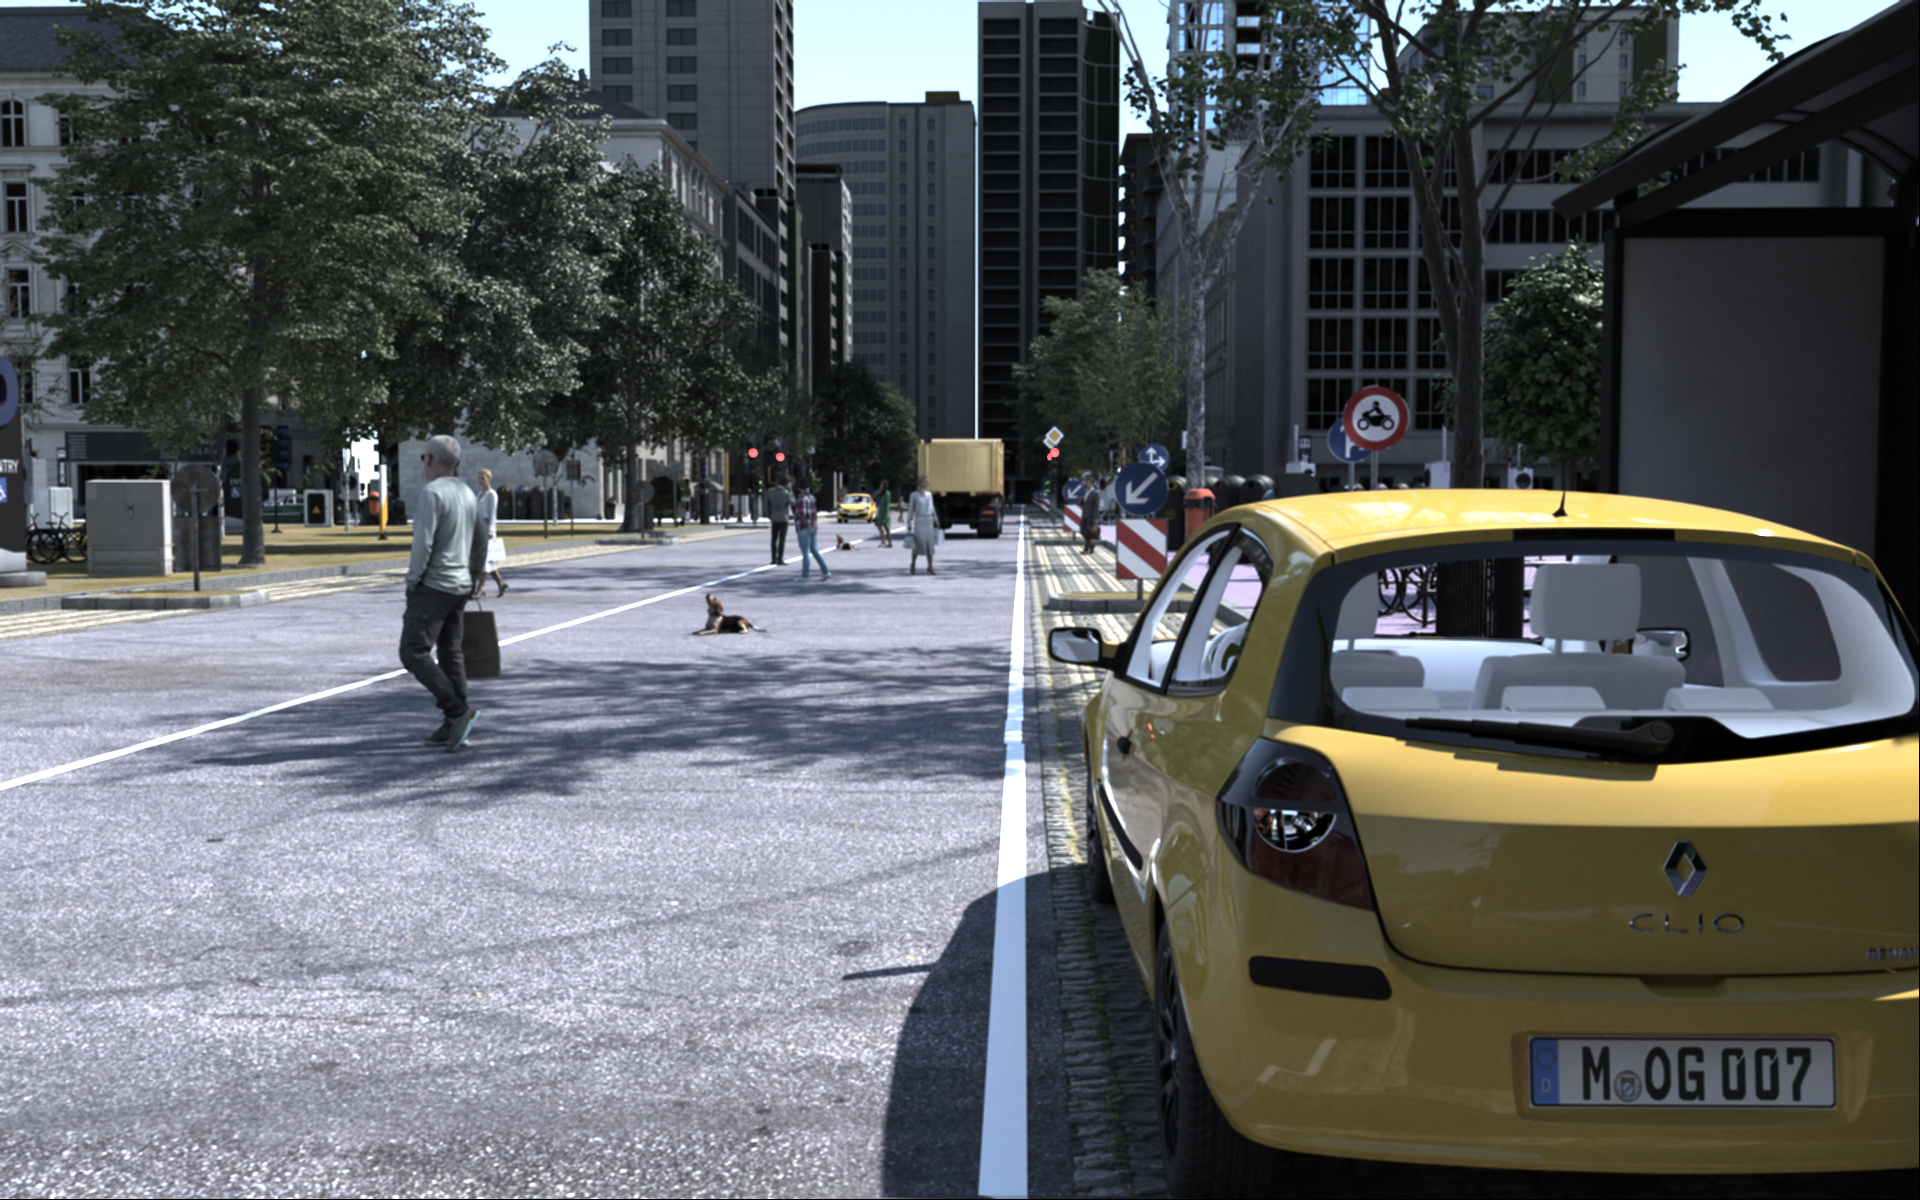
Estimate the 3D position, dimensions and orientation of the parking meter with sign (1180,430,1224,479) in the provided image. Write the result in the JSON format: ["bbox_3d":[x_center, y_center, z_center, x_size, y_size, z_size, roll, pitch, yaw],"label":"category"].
[{"bbox_3d":[6.877,-3.136,47.537,1.738,3.016,0.543,-2,4,-34],"label":"parking meter with sign"}]

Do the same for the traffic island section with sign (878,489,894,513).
[{"bbox_3d":[-6.043,-7.554,132.128,1.989,1.847,2.006,0,4,2],"label":"traffic island section with sign"}]

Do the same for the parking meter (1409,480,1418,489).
[{"bbox_3d":[18.535,-3.988,70.907,0.399,1.863,0.255,1,4,22],"label":"parking meter"}]

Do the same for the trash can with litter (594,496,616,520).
[{"bbox_3d":[-17.444,-4.511,85.141,1.055,1.170,0.624,-1,4,-17],"label":"trash can with litter"}]

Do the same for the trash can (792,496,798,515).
[{"bbox_3d":[-9.936,-5.746,105.597,0.748,1.137,0.748,0,3,0],"label":"trash can"}]

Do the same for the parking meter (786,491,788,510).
[{"bbox_3d":[-10.380,-6.010,103.972,0.399,1.863,0.255,1,4,17],"label":"parking meter"}]

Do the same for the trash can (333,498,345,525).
[{"bbox_3d":[-25.467,-3.644,71.230,0.748,1.137,0.748,0,3,0],"label":"trash can"}]

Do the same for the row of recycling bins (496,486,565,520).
[{"bbox_3d":[-21.043,-4.755,84.861,3.534,1.692,1.069,1,4,11],"label":"row of recycling bins"}]

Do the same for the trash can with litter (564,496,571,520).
[{"bbox_3d":[-19.673,-4.603,86.653,0.624,1.170,1.055,-1,4,-9],"label":"trash can with litter"}]

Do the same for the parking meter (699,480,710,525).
[{"bbox_3d":[-10.767,-4.115,72.985,0.255,1.863,0.399,2,4,33],"label":"parking meter"}]

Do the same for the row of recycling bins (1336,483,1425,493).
[{"bbox_3d":[16.292,-3.595,65.890,3.534,1.692,1.069,3,4,37],"label":"row of recycling bins"}]

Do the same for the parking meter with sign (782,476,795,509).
[{"bbox_3d":[-14.592,-9.336,148.902,1.738,3.016,0.543,-2,4,-30],"label":"parking meter with sign"}]

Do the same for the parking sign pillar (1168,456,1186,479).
[{"bbox_3d":[13.424,-7.199,106.174,1.447,3.967,1.447,-2,4,-26],"label":"parking sign pillar"}]

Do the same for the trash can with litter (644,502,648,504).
[{"bbox_3d":[-15.426,-4.488,84.766,0.624,1.170,1.055,-2,4,-27],"label":"trash can with litter"}]

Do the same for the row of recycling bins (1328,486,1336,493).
[{"bbox_3d":[18.641,-4.737,84.561,1.069,1.692,3.534,1,4,20],"label":"row of recycling bins"}]

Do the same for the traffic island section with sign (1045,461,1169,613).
[{"bbox_3d":[2.109,-0.799,21.693,1.989,1.847,2.006,0,4,2],"label":"traffic island section with sign"}]

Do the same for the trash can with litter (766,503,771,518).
[{"bbox_3d":[-9.755,-4.893,91.389,1.055,1.170,0.624,1,4,23],"label":"trash can with litter"}]

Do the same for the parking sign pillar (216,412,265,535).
[{"bbox_3d":[-22.660,-4.034,54.427,1.447,3.967,1.447,1,4,12],"label":"parking sign pillar"}]

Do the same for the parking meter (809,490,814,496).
[{"bbox_3d":[-9.304,-6.109,108.290,0.372,1.533,0.369,0,3,0],"label":"parking meter"}]

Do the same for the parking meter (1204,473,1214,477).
[{"bbox_3d":[6.549,-2.461,45.956,0.399,1.863,0.255,2,4,24],"label":"parking meter"}]

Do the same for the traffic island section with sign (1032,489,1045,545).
[{"bbox_3d":[3.092,-2.452,48.713,1.989,1.847,2.006,0,4,2],"label":"traffic island section with sign"}]

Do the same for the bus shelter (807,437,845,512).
[{"bbox_3d":[-9.861,-9.050,125.597,2.179,5.291,8.768,0,4,2],"label":"bus shelter"}]

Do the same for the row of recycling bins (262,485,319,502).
[{"bbox_3d":[-32.644,-4.667,83.421,3.534,1.692,1.069,-3,5,-41],"label":"row of recycling bins"}]

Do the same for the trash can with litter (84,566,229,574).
[{"bbox_3d":[-13.379,-1.089,28.867,2.233,1.210,1.678,-2,4,-28],"label":"trash can with litter"}]

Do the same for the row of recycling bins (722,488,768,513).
[{"bbox_3d":[-14.835,-6.716,116.926,3.534,1.692,1.069,-2,4,-35],"label":"row of recycling bins"}]

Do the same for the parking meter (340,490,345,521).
[{"bbox_3d":[-29.295,-4.524,82.374,0.372,1.533,0.369,0,3,0],"label":"parking meter"}]

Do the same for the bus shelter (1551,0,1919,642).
[{"bbox_3d":[4.094,-0.777,6.633,2.014,3.302,5.546,0,4,2],"label":"bus shelter"}]

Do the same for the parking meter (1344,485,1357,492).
[{"bbox_3d":[10.757,-2.406,47.749,0.372,1.533,0.369,0,3,0],"label":"parking meter"}]

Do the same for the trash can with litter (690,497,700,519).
[{"bbox_3d":[-13.589,-4.673,87.798,0.624,1.170,1.055,1,4,18],"label":"trash can with litter"}]

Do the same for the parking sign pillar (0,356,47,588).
[{"bbox_3d":[-13.513,-2.171,23.961,1.447,3.967,1.447,0,4,-1],"label":"parking sign pillar"}]

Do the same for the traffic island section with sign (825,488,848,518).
[{"bbox_3d":[-7.050,-5.872,104.634,1.989,1.847,2.006,0,4,2],"label":"traffic island section with sign"}]

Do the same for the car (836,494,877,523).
[{"bbox_3d":[-5.121,-4.657,86.360,2.015,1.641,3.980,0,4,3],"label":"car"}]

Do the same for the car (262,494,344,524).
[{"bbox_3d":[-29.620,-3.944,76.280,4.920,1.459,2.131,0,4,2],"label":"car"}]

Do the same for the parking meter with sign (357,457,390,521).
[{"bbox_3d":[-27.698,-5.269,82.403,1.738,3.016,0.543,-1,4,-9],"label":"parking meter with sign"}]

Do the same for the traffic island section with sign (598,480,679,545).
[{"bbox_3d":[-9.065,-2.479,49.153,1.989,1.847,2.006,0,4,2],"label":"traffic island section with sign"}]

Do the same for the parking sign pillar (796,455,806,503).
[{"bbox_3d":[-10.657,-7.896,117.564,1.447,3.967,1.447,1,4,20],"label":"parking sign pillar"}]

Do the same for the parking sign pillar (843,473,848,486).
[{"bbox_3d":[-9.709,-9.846,149.460,1.447,3.967,1.447,1,4,11],"label":"parking sign pillar"}]

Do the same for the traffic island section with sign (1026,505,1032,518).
[{"bbox_3d":[5.100,-5.844,104.185,1.989,1.847,2.006,0,4,2],"label":"traffic island section with sign"}]

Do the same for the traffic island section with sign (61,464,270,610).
[{"bbox_3d":[-10.046,-0.831,22.216,1.989,1.847,2.006,0,4,2],"label":"traffic island section with sign"}]

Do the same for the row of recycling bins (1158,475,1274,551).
[{"bbox_3d":[5.707,-1.916,38.439,1.069,1.692,3.534,-2,4,-34],"label":"row of recycling bins"}]

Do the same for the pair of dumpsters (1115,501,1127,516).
[{"bbox_3d":[8.755,-5.704,95.751,1.574,2.255,4.437,0,4,2],"label":"pair of dumpsters"}]

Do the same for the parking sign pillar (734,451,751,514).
[{"bbox_3d":[-13.913,-7.439,110.106,1.447,3.967,1.447,-2,4,-30],"label":"parking sign pillar"}]

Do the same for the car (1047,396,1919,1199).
[{"bbox_3d":[1.273,0.326,4.896,2.015,1.641,3.980,0,4,1],"label":"car"}]

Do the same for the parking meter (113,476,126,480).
[{"bbox_3d":[-27.886,-3.167,57.499,0.399,1.863,0.255,1,4,18],"label":"parking meter"}]

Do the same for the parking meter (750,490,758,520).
[{"bbox_3d":[-10.027,-4.650,84.432,0.372,1.533,0.369,0,3,0],"label":"parking meter"}]

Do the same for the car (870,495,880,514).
[{"bbox_3d":[-6.565,-6.774,123.335,1.945,1.354,3.894,0,4,4],"label":"car"}]

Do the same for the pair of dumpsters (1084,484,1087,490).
[{"bbox_3d":[7.661,-6.021,100.942,1.574,2.255,4.437,0,4,2],"label":"pair of dumpsters"}]

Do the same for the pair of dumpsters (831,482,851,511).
[{"bbox_3d":[-9.308,-7.977,132.921,1.574,2.255,4.437,0,4,2],"label":"pair of dumpsters"}]

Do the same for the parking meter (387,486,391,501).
[{"bbox_3d":[-43.020,-7.635,130.541,0.255,1.863,0.399,-1,4,-22],"label":"parking meter"}]
